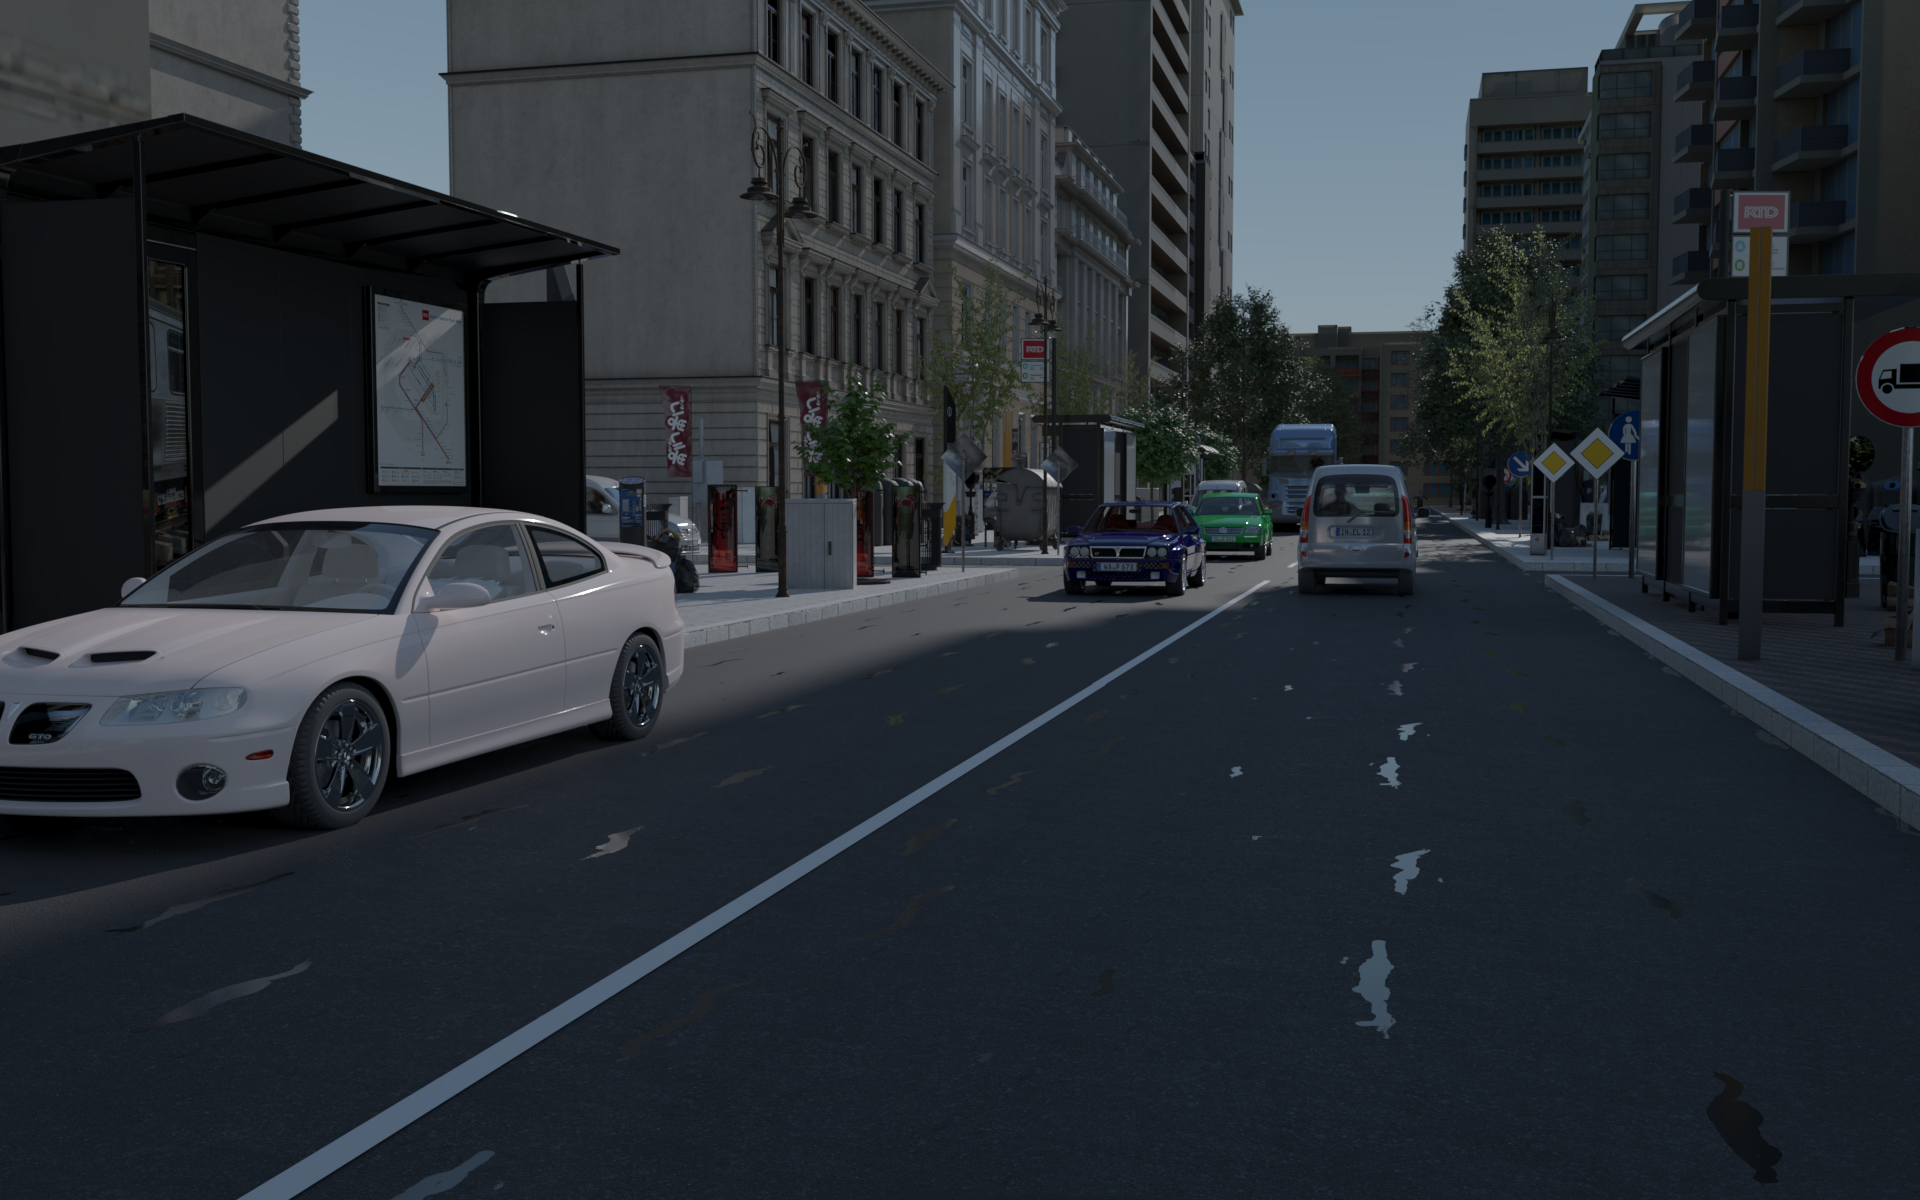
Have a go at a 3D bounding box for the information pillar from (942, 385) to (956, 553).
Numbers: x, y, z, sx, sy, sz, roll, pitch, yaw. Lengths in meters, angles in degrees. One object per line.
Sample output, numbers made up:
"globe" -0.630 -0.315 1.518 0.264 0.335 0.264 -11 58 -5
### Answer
"information pillar" -0.230 -2.824 37.534 0.183 3.616 0.504 2 4 24

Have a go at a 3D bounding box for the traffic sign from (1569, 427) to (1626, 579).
"traffic sign" 9.534 -1.366 25.970 0.795 2.450 0.064 1 4 14

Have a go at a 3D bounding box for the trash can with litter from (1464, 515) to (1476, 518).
"trash can with litter" 28.302 -5.037 93.413 1.678 1.210 2.233 -3 4 -38

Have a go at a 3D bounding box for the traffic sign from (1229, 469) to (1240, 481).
"traffic sign" 12.970 -5.054 82.735 0.768 2.556 0.104 1 4 22

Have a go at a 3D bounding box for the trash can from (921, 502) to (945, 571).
"trash can" -0.610 -1.074 29.211 0.748 1.137 0.748 0 3 0

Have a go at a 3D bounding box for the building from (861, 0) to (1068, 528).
"building" -3.825 -17.695 75.221 13.634 28.700 20.117 1 4 14

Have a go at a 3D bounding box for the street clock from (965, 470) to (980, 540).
"street clock" 0.302 -2.708 48.853 0.471 2.002 0.358 2 4 32

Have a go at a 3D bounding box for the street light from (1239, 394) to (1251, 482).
"street light" 13.184 -6.581 80.384 0.468 5.910 1.993 1 4 14

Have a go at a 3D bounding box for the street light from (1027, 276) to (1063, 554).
"street light" 1.815 -3.917 36.830 0.468 5.910 1.993 1 4 14

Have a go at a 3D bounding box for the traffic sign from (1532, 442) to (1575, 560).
"traffic sign" 11.536 -1.838 33.701 0.795 2.450 0.064 1 4 14

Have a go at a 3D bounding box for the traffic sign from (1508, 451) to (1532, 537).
"traffic sign" 16.669 -3.142 51.481 0.768 2.556 0.104 1 4 23

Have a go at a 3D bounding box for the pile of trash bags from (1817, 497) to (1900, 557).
"pile of trash bags" 19.295 -1.570 35.426 3.447 1.369 1.912 2 4 24

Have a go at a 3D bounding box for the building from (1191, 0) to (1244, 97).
"building" 11.858 -35.299 166.380 27.495 52.752 28.713 1 4 14

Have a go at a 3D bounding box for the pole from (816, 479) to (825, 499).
"pole" -3.207 -2.812 39.814 0.158 3.312 0.155 0 3 0

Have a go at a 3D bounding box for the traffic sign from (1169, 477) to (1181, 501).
"traffic sign" 7.855 -3.965 64.826 0.884 2.594 0.081 1 4 22

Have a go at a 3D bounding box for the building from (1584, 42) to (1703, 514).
"building" 48.744 -20.968 114.527 14.160 30.474 14.107 1 4 14

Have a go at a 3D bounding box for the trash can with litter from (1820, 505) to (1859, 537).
"trash can with litter" 12.516 -0.826 24.890 0.624 1.170 1.055 1 4 19

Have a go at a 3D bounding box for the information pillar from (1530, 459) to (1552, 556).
"information pillar" 12.107 -1.939 36.201 0.304 2.012 0.304 2 4 28

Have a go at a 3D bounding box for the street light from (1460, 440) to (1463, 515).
"street light" 30.508 -8.100 105.229 0.468 5.910 1.993 1 4 14

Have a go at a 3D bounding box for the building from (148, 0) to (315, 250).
"building" -33.084 -14.010 57.945 19.941 23.489 11.050 1 4 14

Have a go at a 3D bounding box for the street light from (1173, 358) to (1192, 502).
"street light" 7.558 -5.264 58.858 0.468 5.910 1.993 1 4 14

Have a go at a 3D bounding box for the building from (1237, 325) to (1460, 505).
"building" 45.954 -22.452 212.124 28.899 21.520 27.650 1 4 14

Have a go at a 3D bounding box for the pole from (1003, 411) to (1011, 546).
"pole" 1.156 -2.974 42.474 0.158 3.312 0.155 0 3 0

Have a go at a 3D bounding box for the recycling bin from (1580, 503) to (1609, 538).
"recycling bin" 17.998 -2.237 49.133 0.722 1.027 0.722 2 4 24

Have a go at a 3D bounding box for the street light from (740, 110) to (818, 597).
"street light" -2.210 -2.973 21.403 0.468 5.910 1.993 1 4 14

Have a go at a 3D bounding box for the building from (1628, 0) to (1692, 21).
"building" 62.247 -26.835 130.636 32.217 40.220 23.993 1 4 14

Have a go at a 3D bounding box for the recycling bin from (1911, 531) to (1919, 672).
"recycling bin" 7.389 0.002 12.518 0.722 1.027 0.722 -3 5 -45

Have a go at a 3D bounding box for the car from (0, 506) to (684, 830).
"car" -3.098 0.201 9.076 2.083 1.381 4.827 1 4 16

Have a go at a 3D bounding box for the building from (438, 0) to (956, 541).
"building" -7.672 -11.717 56.196 10.561 19.102 19.286 1 4 14

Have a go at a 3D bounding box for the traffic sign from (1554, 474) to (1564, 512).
"traffic sign" 19.682 -3.504 57.403 0.768 2.556 0.104 1 4 22

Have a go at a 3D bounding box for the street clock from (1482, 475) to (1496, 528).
"street clock" 19.994 -3.725 65.476 0.471 2.002 0.358 -1 4 -15

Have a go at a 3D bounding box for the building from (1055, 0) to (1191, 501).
"building" 4.584 -30.640 124.673 21.300 48.544 21.600 1 4 14

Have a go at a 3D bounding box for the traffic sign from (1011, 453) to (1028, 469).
"traffic sign" 1.377 -2.483 42.726 0.606 2.300 0.079 1 4 15

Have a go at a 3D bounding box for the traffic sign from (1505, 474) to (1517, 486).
"traffic sign" 31.436 -6.048 98.985 0.768 2.556 0.104 2 4 23

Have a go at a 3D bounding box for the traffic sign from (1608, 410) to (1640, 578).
"traffic sign" 10.233 -1.604 26.324 0.768 2.556 0.104 1 4 16

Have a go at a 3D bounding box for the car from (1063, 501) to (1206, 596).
"car" 2.648 -0.810 25.822 1.945 1.354 3.894 1 4 14

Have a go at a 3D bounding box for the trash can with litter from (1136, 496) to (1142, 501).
"trash can with litter" 7.205 -3.793 73.072 1.678 1.210 2.233 1 4 11

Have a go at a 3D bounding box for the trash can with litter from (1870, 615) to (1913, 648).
"trash can with litter" 8.146 -0.180 14.327 1.055 1.170 0.624 3 5 39

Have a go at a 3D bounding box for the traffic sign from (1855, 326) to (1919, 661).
"traffic sign" 7.245 -0.805 13.263 0.768 2.556 0.104 1 4 18

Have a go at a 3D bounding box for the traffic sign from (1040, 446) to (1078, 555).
"traffic sign" 2.058 -1.989 36.167 0.795 2.450 0.064 1 4 14

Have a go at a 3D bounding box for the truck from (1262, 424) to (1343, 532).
"truck" 14.569 -5.055 72.411 2.967 4.110 18.799 1 4 13

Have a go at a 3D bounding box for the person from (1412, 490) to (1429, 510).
"person" 33.453 -7.133 125.855 1.217 1.736 0.721 0 4 -4

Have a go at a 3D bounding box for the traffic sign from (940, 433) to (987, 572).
"traffic sign" 0.057 -1.516 28.436 0.795 2.450 0.064 1 4 14

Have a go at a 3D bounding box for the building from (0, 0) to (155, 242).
"building" -23.392 -23.863 13.859 21.600 48.544 21.300 1 4 14

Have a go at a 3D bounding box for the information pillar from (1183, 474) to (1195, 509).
"information pillar" 8.242 -3.542 62.396 0.304 2.012 0.304 2 4 34

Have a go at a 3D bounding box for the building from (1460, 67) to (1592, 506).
"building" 69.291 -35.291 200.709 21.600 48.544 21.300 1 4 14

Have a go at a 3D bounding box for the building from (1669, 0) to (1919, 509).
"building" 44.725 -25.876 77.693 22.147 44.769 28.867 1 4 14

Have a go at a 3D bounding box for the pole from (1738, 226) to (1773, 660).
"pole" 6.131 -1.193 13.349 0.158 3.312 0.155 0 3 0

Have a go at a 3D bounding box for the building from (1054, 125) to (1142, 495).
"building" 1.831 -15.650 97.673 13.314 21.916 24.055 1 4 14

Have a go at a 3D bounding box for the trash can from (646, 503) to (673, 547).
"trash can" -4.706 -0.887 26.151 0.748 1.137 0.748 0 3 0

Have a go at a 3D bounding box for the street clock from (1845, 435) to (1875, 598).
"street clock" 11.022 -1.032 21.441 0.471 2.002 0.358 -1 4 -12

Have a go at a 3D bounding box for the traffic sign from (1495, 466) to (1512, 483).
"traffic sign" 24.989 -4.868 79.696 0.768 2.556 0.104 2 4 23

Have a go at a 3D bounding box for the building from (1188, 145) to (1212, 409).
"building" 12.686 -22.629 141.691 14.160 30.474 14.107 1 4 14

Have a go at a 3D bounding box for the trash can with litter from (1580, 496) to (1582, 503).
"trash can with litter" 35.742 -5.378 98.992 2.233 1.210 1.678 -1 4 -10

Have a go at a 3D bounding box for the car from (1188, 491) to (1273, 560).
"car" 6.112 -1.859 39.190 1.959 1.807 4.718 1 4 13
